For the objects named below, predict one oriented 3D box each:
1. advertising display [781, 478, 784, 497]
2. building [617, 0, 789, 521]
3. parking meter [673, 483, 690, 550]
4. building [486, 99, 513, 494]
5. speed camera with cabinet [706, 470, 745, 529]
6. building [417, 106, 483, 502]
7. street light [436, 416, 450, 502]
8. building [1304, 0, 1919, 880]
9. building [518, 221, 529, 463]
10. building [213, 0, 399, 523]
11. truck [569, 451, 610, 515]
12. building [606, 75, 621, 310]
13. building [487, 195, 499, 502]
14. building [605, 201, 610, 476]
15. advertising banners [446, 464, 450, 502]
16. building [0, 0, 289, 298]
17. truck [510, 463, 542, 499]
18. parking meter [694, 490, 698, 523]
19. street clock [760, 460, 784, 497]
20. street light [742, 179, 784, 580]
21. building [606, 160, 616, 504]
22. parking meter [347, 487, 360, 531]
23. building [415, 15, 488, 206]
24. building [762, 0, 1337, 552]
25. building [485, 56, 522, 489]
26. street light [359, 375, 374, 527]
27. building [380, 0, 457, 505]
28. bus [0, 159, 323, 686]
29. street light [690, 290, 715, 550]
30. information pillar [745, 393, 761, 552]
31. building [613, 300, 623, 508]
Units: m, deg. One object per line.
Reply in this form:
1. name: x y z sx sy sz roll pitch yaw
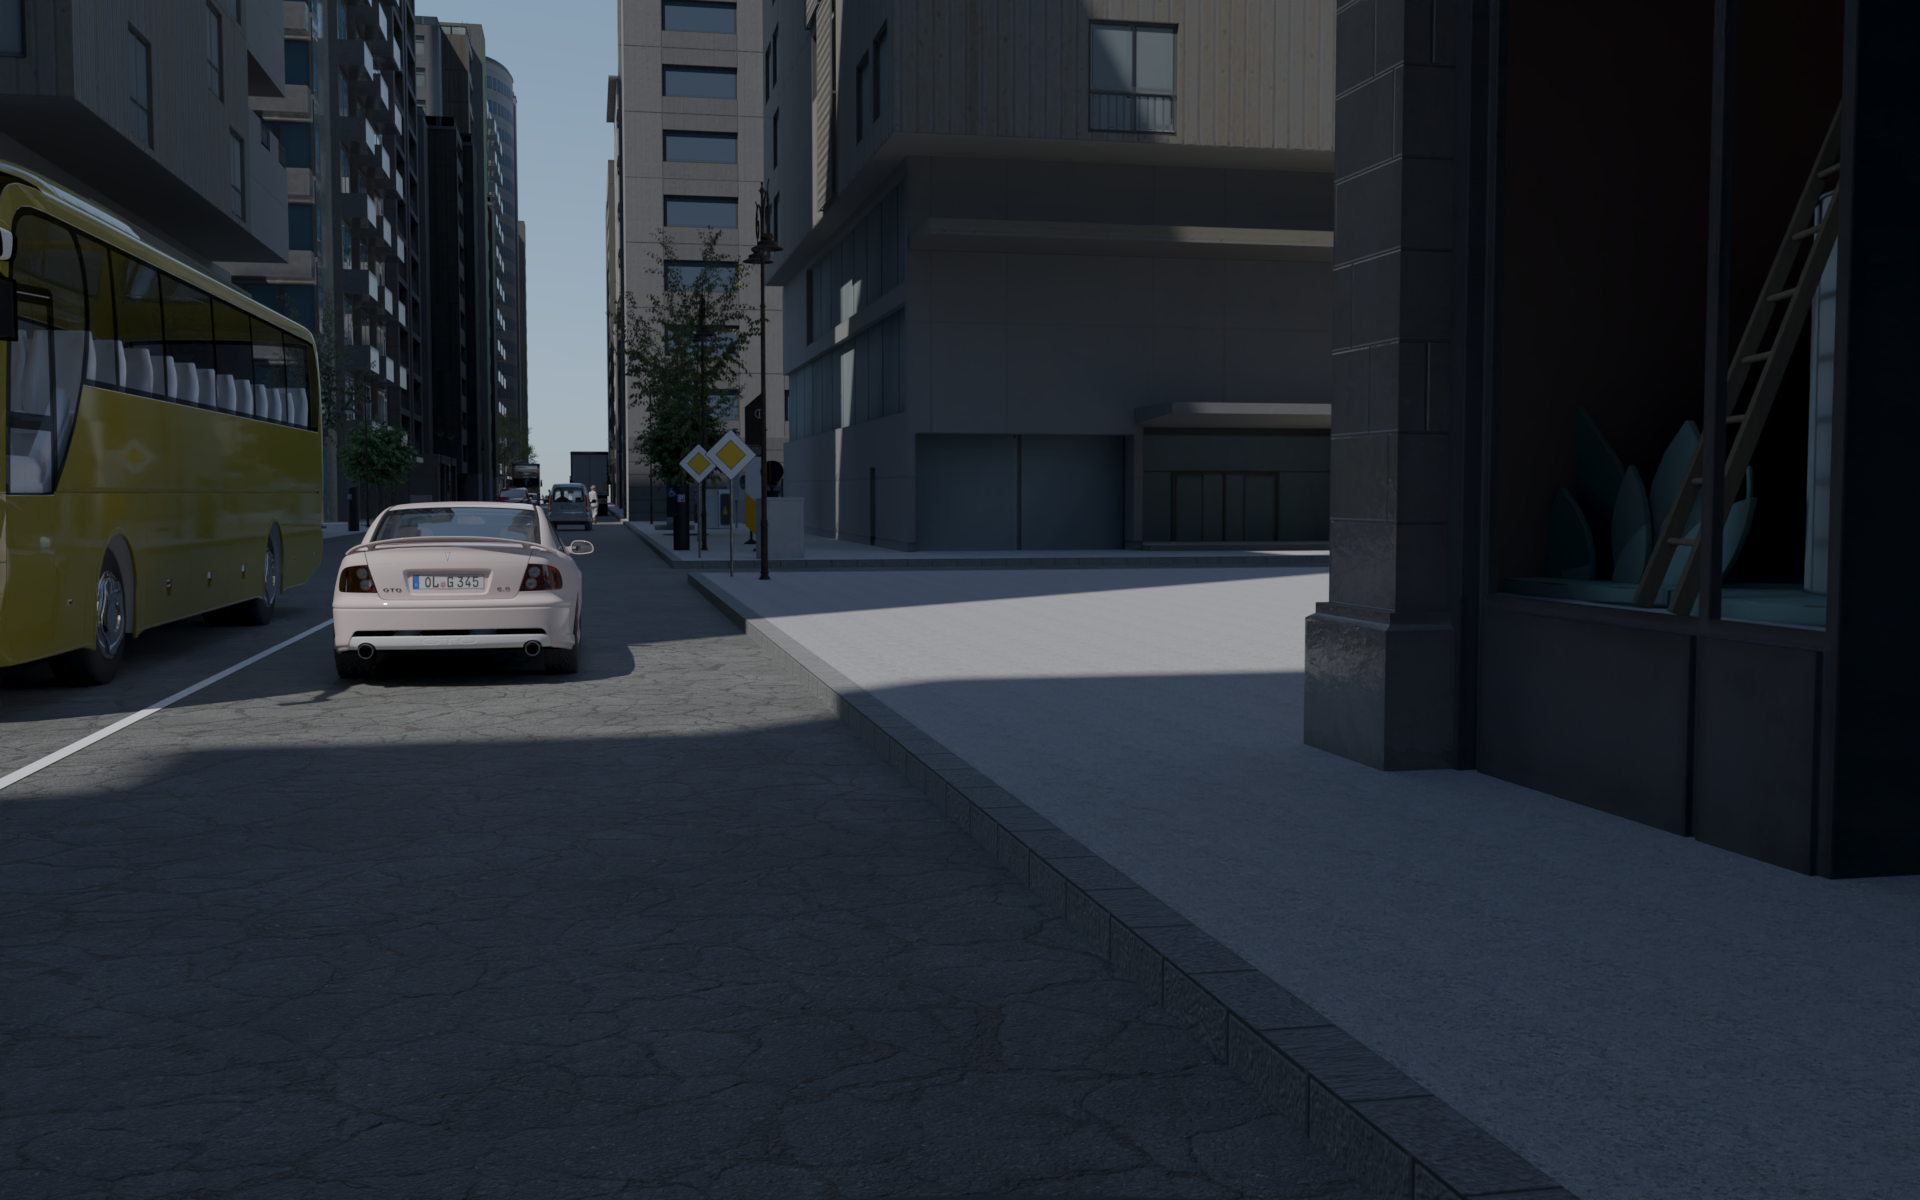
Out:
1. advertising display: -6.725 -3.931 69.493 0.974 1.923 0.123 -3 4 -36
2. building: -8.227 -33.851 95.456 21.231 58.520 28.212 -1 4 -12
3. parking meter: -6.361 -1.904 39.540 0.372 1.533 0.369 0 3 0
4. building: -64.267 -35.447 199.165 23.786 49.044 30.456 -1 4 -12
5. speed camera with cabinet: -8.615 -4.273 64.196 0.660 3.252 2.038 2 4 27
6. building: -44.178 -22.005 131.483 14.160 30.474 14.107 -1 4 -12
7. street light: -30.228 -7.835 100.891 0.468 5.910 1.993 -1 4 -12
8. building: 6.380 -9.600 7.865 10.553 20.767 40.483 -1 4 -12
9. building: -70.000 -34.674 250.511 14.154 41.232 14.086 -1 4 -12
10. building: -39.879 -28.453 84.818 23.786 49.044 30.456 -1 4 -12
11. truck: -25.412 -7.950 118.892 2.839 4.237 11.283 -1 4 -12
12. building: -29.233 -38.389 216.894 28.713 52.752 27.495 -1 4 -12
13. building: -50.136 -23.687 158.988 14.160 30.474 14.107 -1 4 -12
14. building: -45.541 -37.194 258.233 14.600 45.320 14.200 -1 4 -12
15. advertising banners: -28.767 -6.189 97.375 0.090 3.025 2.074 -1 4 -10
16. building: -32.311 -27.634 41.050 28.713 52.752 27.495 -1 4 -12
17. truck: -40.053 -10.468 160.068 2.839 4.237 11.283 -1 4 -14
18. parking meter: -11.589 -4.175 76.677 0.372 1.533 0.369 0 3 0
19. street clock: -4.052 -2.005 37.358 0.471 2.002 0.358 -1 4 -19
20. street light: -2.930 -3.242 25.792 0.468 5.910 1.993 -1 4 -12
21. building: -37.872 -37.722 240.463 21.300 48.544 21.600 -1 4 -12
22. parking meter: -20.885 -3.132 59.623 0.372 1.533 0.369 0 3 0
23. building: -47.048 -28.216 144.930 14.154 41.232 14.086 -1 4 -12
24. building: 8.516 -28.179 49.968 27.495 52.752 28.713 -1 4 -12
25. building: -69.482 -41.986 228.465 21.231 58.520 28.212 -1 4 -12
26. street light: -22.761 -5.726 66.412 0.468 5.910 1.993 -1 4 -12
27. building: -44.159 -41.228 112.324 20.563 71.187 20.611 -1 4 -12
28. bus: -8.195 -1.491 15.930 2.896 3.916 12.252 -1 4 -11
29. street light: -5.833 -4.070 39.333 0.468 5.910 1.993 -1 4 -12
30. information pillar: -4.538 -2.890 38.612 0.504 3.616 0.183 -1 4 -10
31. building: -19.949 -19.974 171.611 27.650 21.520 28.899 -1 4 -12
